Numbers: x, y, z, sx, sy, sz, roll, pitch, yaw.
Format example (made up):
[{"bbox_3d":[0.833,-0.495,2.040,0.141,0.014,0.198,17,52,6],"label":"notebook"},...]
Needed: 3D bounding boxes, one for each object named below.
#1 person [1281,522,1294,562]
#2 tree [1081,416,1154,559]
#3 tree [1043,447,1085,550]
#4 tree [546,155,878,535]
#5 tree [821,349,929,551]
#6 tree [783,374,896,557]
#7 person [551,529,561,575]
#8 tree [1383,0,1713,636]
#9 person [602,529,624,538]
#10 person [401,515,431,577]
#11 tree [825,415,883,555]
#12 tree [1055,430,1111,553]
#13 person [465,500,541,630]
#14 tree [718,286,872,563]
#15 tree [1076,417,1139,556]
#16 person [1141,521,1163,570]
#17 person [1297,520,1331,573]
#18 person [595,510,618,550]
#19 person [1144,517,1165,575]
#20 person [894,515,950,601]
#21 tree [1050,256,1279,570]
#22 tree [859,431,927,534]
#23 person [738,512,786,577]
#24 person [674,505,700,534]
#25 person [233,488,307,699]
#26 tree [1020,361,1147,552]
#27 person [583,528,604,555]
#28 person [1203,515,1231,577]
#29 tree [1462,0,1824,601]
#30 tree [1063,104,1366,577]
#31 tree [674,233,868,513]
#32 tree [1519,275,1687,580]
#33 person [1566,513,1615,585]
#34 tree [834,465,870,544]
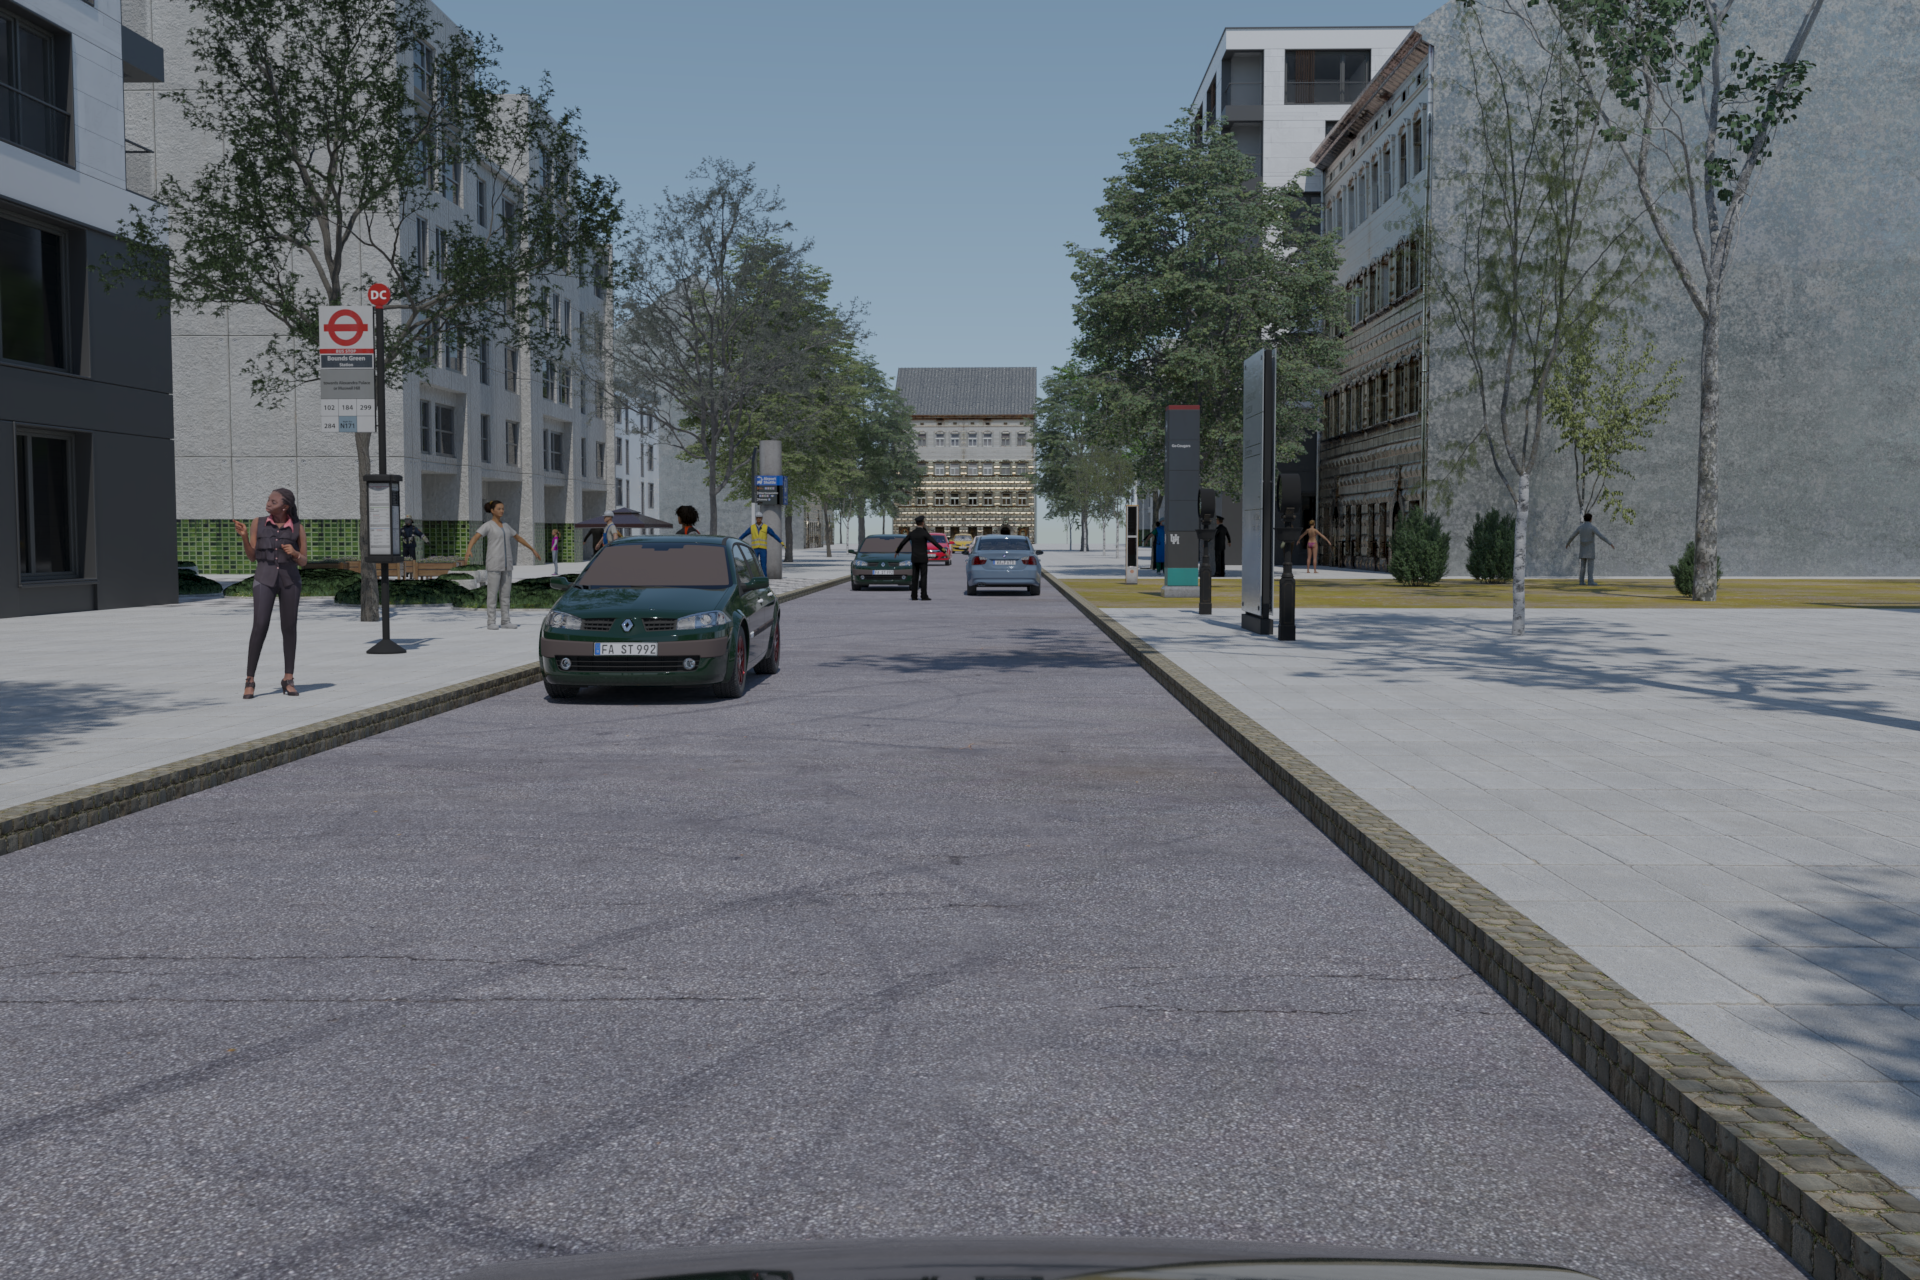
[{"bbox_3d":[8.957,-2.528,47.464,0.704,1.812,1.346,1,4,15],"label":"person"},{"bbox_3d":[7.996,-8.563,90.374,4.360,8.622,3.978,0,3,0],"label":"tree"},{"bbox_3d":[8.559,-11.355,136.016,4.737,8.622,4.395,0,3,0],"label":"tree"},{"bbox_3d":[-7.845,-8.878,55.526,12.009,13.543,11.850,0,3,0],"label":"tree"},{"bbox_3d":[-6.669,-12.973,118.769,9.857,13.997,8.962,0,3,0],"label":"tree"},{"bbox_3d":[-7.410,-9.870,95.782,8.767,10.594,7.601,-2,4,-35],"label":"tree"},{"bbox_3d":[-12.674,-2.733,53.955,0.599,1.433,0.991,-1,4,-13],"label":"person"},{"bbox_3d":[6.935,-4.351,21.497,4.360,8.622,3.978,0,3,0],"label":"tree"},{"bbox_3d":[-14.071,-3.914,69.760,1.354,1.858,0.705,0,4,-2],"label":"person"},{"bbox_3d":[-16.283,-2.776,51.165,1.354,1.856,0.705,0,4,3],"label":"person"},{"bbox_3d":[-6.931,-9.460,105.029,4.360,8.622,3.978,0,3,0],"label":"tree"},{"bbox_3d":[8.437,-10.143,116.207,4.360,8.622,3.978,0,3,0],"label":"tree"},{"bbox_3d":[-6.158,-1.011,23.303,0.721,1.739,1.217,3,4,38],"label":"person"},{"bbox_3d":[-7.613,-9.796,78.289,7.486,12.596,7.792,0,3,0],"label":"tree"},{"bbox_3d":[8.333,-9.220,101.115,4.360,8.622,3.978,0,3,0],"label":"tree"},{"bbox_3d":[7.029,-3.356,61.594,1.216,1.740,0.721,0,4,-5],"label":"person"},{"bbox_3d":[11.567,-3.052,56.705,1.217,1.733,0.721,3,4,37],"label":"person"},{"bbox_3d":[-8.386,-2.167,41.290,0.705,1.847,1.347,-2,4,-29],"label":"person"},{"bbox_3d":[6.415,-2.974,54.745,1.347,1.817,0.704,-1,4,-19],"label":"person"},{"bbox_3d":[-0.853,-1.770,37.326,1.347,1.837,0.705,2,4,26],"label":"person"},{"bbox_3d":[7.310,-8.394,62.989,9.928,11.665,9.643,0,3,0],"label":"tree"},{"bbox_3d":[-5.786,-12.374,136.730,7.601,10.594,8.767,-3,5,-42],"label":"tree"},{"bbox_3d":[-5.001,-2.273,43.128,1.349,1.833,0.705,0,4,-2],"label":"person"},{"bbox_3d":[-3.761,-0.920,23.648,0.704,1.843,1.345,2,4,27],"label":"person"},{"bbox_3d":[-5.391,-0.372,13.601,0.415,1.643,0.593,1,4,22],"label":"person"},{"bbox_3d":[9.056,-13.412,125.940,9.857,13.997,8.962,0,3,0],"label":"tree"},{"bbox_3d":[-12.310,-3.226,58.966,1.346,1.802,0.704,2,4,24],"label":"person"},{"bbox_3d":[7.708,-2.790,51.547,0.705,1.837,1.347,3,5,44],"label":"person"},{"bbox_3d":[13.146,-10.866,33.545,12.611,20.169,13.585,0,3,0],"label":"tree"},{"bbox_3d":[7.541,-8.883,51.887,9.857,13.997,8.962,0,3,0],"label":"tree"},{"bbox_3d":[-7.342,-9.062,66.286,7.486,12.596,7.792,0,3,0],"label":"tree"},{"bbox_3d":[17.667,-5.999,48.443,4.737,8.622,4.395,0,3,0],"label":"tree"},{"bbox_3d":[15.824,-2.290,43.629,0.705,1.806,1.347,-3,4,-38],"label":"person"},{"bbox_3d":[-15.620,-19.231,224.797,12.009,13.543,11.850,0,3,0],"label":"tree"}]
